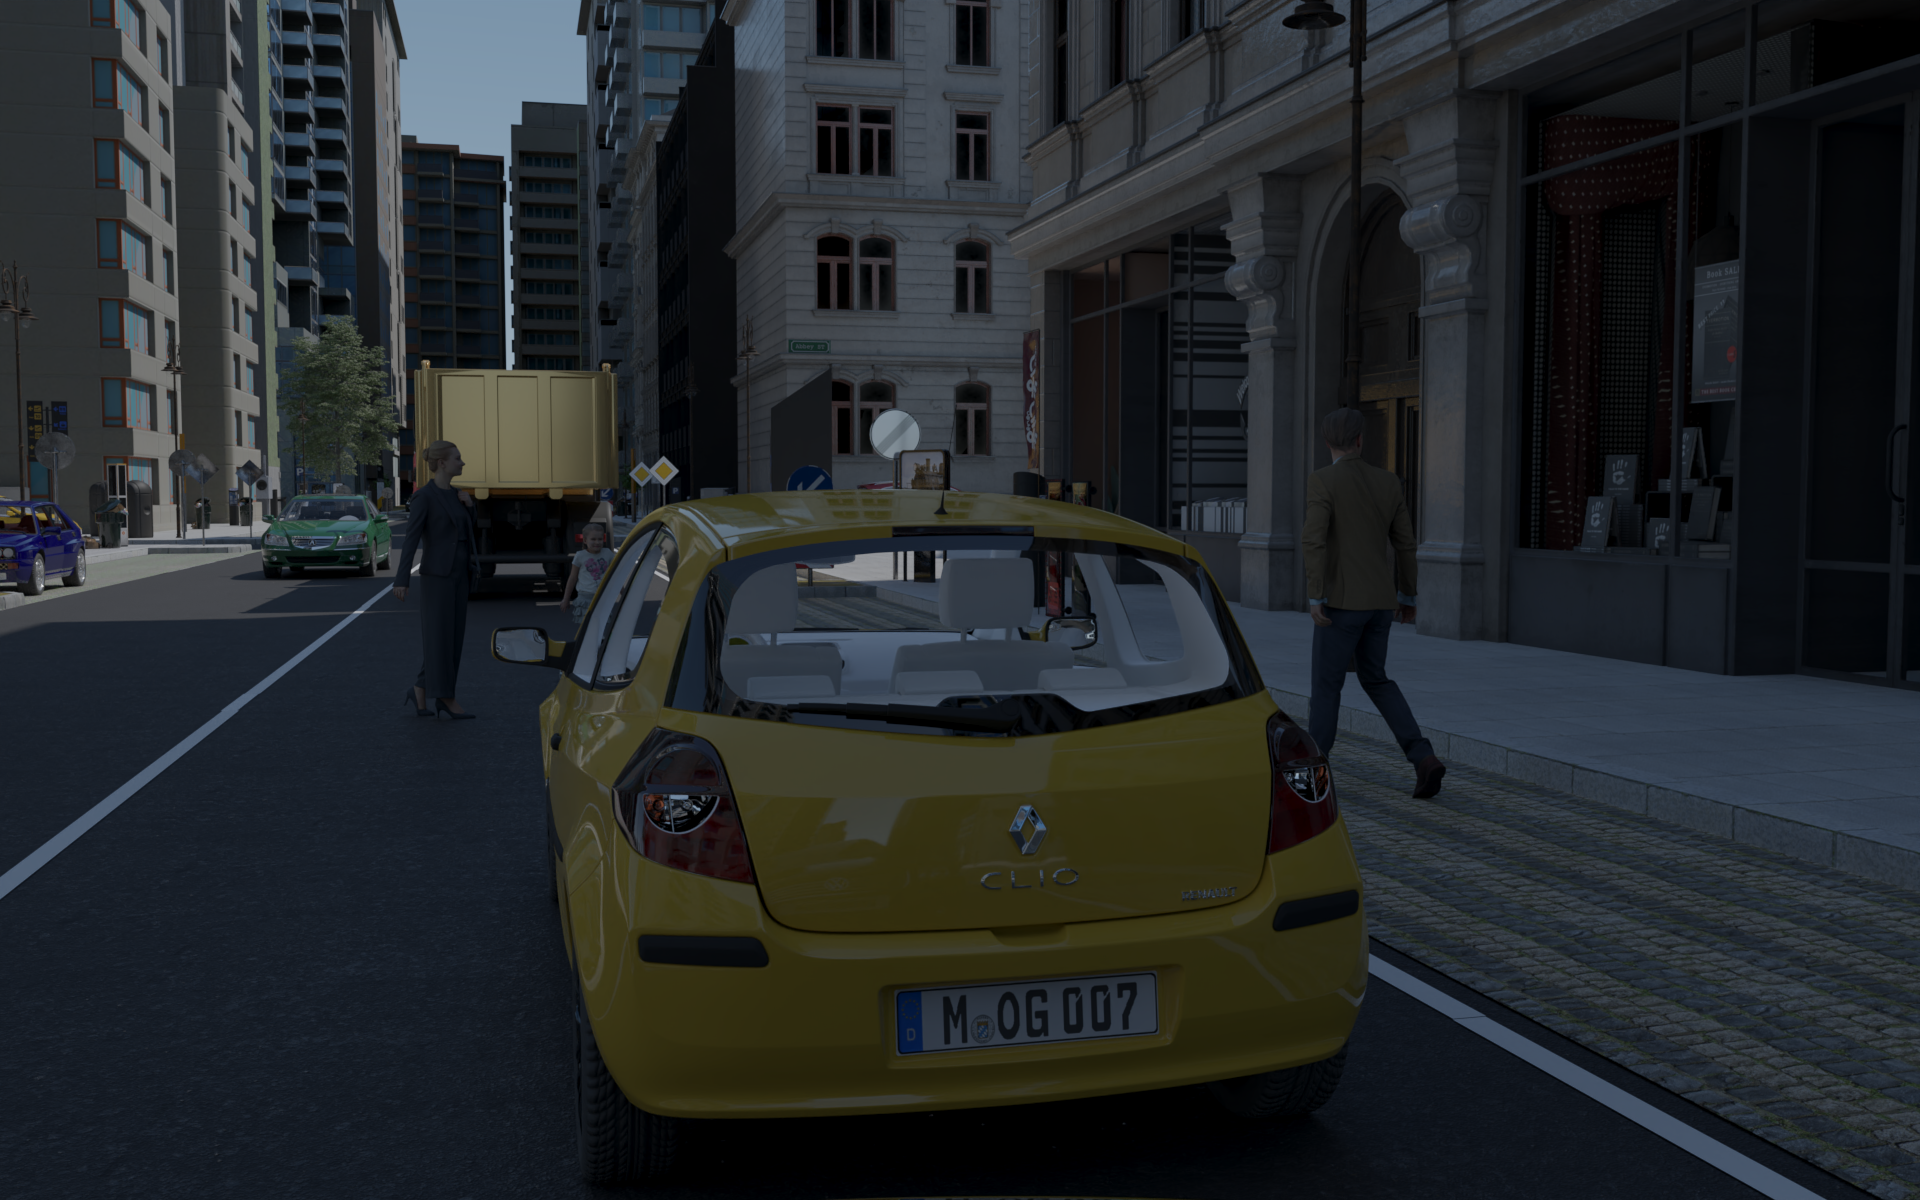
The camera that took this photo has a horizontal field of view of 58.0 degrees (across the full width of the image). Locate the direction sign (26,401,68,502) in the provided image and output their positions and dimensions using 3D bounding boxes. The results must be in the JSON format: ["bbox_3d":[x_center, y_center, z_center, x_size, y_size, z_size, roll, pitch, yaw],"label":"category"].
[{"bbox_3d":[-22.189,-3.070,42.191,0.876,3.537,0.379,-2,4,-25],"label":"direction sign"}]

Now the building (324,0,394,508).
[{"bbox_3d":[-59.491,-31.009,157.100,14.600,45.320,14.200,-1,4,-14],"label":"building"}]

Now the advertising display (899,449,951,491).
[{"bbox_3d":[-0.513,-1.216,25.095,0.123,1.923,0.974,-3,5,-44],"label":"advertising display"}]

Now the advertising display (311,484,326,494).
[{"bbox_3d":[-42.103,-6.636,113.716,0.123,1.923,0.974,3,4,37],"label":"advertising display"}]

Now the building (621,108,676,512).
[{"bbox_3d":[-15.014,-20.138,116.650,14.401,28.519,23.554,-1,4,-14],"label":"building"}]

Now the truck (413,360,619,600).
[{"bbox_3d":[-6.928,-1.908,27.115,3.469,3.379,9.791,-1,4,-14],"label":"truck"}]

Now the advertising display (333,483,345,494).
[{"bbox_3d":[-35.485,-5.734,98.961,0.974,1.923,0.123,2,4,35],"label":"advertising display"}]

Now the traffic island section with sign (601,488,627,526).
[{"bbox_3d":[-15.907,-4.188,77.101,1.989,1.847,2.006,-1,4,-14],"label":"traffic island section with sign"}]

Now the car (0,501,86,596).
[{"bbox_3d":[-14.046,-0.775,25.251,1.945,1.354,3.894,-1,4,-15],"label":"car"}]

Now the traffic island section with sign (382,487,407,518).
[{"bbox_3d":[-33.687,-5.716,102.089,1.989,1.847,2.006,-1,4,-14],"label":"traffic island section with sign"}]

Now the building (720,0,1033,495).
[{"bbox_3d":[3.605,-16.887,63.491,23.554,28.519,14.401,-1,4,-14],"label":"building"}]

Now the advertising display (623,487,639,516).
[{"bbox_3d":[-19.647,-6.003,103.365,0.974,1.923,0.123,1,4,19],"label":"advertising display"}]

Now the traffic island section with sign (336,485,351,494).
[{"bbox_3d":[-26.810,-4.088,75.461,1.989,1.847,2.006,-1,4,-14],"label":"traffic island section with sign"}]

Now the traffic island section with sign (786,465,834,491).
[{"bbox_3d":[-2.351,-0.978,24.613,1.989,1.847,2.006,-1,4,-14],"label":"traffic island section with sign"}]

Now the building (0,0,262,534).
[{"bbox_3d":[-43.377,-13.473,65.315,27.650,21.520,28.899,-1,4,-14],"label":"building"}]

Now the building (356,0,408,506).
[{"bbox_3d":[-71.356,-35.971,177.358,27.495,52.752,28.713,-1,4,-14],"label":"building"}]

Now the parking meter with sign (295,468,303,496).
[{"bbox_3d":[-43.288,-7.182,113.681,0.543,3.016,1.738,-1,4,-21],"label":"parking meter with sign"}]

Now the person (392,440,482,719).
[{"bbox_3d":[-3.350,-0.130,11.050,0.534,1.772,0.576,0,4,-2],"label":"person"}]

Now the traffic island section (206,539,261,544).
[{"bbox_3d":[-20.680,-1.724,50.472,2.009,0.180,2.903,-1,4,-14],"label":"traffic island section"}]

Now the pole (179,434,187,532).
[{"bbox_3d":[-26.251,-3.955,58.513,0.158,3.312,0.155,0,3,0],"label":"pole"}]

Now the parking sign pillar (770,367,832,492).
[{"bbox_3d":[-3.395,-2.968,36.994,1.447,3.967,1.447,-1,4,-10],"label":"parking sign pillar"}]

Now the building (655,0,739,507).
[{"bbox_3d":[-7.021,-15.275,79.419,12.332,23.373,15.834,-1,4,-14],"label":"building"}]

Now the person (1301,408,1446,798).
[{"bbox_3d":[1.895,0.016,8.146,0.836,1.842,0.656,2,4,31],"label":"person"}]

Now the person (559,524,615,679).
[{"bbox_3d":[-2.751,0.028,13.063,0.505,1.210,0.382,-3,4,-36],"label":"person"}]

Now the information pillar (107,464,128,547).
[{"bbox_3d":[-20.450,-2.297,42.049,0.304,2.012,0.304,1,4,16],"label":"information pillar"}]

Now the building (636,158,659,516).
[{"bbox_3d":[-12.272,-15.093,95.929,9.793,20.994,18.267,-1,4,-14],"label":"building"}]

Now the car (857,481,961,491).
[{"bbox_3d":[-0.814,-2.540,50.208,5.304,1.827,2.281,-1,4,-16],"label":"car"}]

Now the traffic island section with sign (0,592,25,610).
[{"bbox_3d":[-12.899,-0.792,21.582,1.989,1.847,2.006,-1,4,-14],"label":"traffic island section with sign"}]

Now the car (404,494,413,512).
[{"bbox_3d":[-42.993,-7.801,137.334,2.009,1.686,4.222,-1,4,-14],"label":"car"}]

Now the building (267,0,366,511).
[{"bbox_3d":[-57.815,-50.172,132.978,22.319,86.520,31.000,-1,4,-14],"label":"building"}]

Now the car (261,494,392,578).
[{"bbox_3d":[-11.377,-1.193,31.302,2.131,1.459,4.920,-1,4,-13],"label":"car"}]

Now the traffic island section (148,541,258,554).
[{"bbox_3d":[-18.682,-1.251,42.740,2.009,0.180,2.903,-1,4,-14],"label":"traffic island section"}]

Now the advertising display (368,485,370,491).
[{"bbox_3d":[-41.505,-7.123,121.676,0.123,1.923,0.974,-1,4,-17],"label":"advertising display"}]

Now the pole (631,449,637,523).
[{"bbox_3d":[-14.638,-5.128,77.685,0.158,3.312,0.155,0,3,0],"label":"pole"}]

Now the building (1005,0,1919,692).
[{"bbox_3d":[5.628,-10.756,26.770,10.553,20.767,40.483,-1,4,-14],"label":"building"}]

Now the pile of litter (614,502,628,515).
[{"bbox_3d":[-20.622,-5.564,104.930,1.719,0.858,1.176,1,4,18],"label":"pile of litter"}]

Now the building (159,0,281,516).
[{"bbox_3d":[-46.047,-25.156,94.895,14.154,41.232,14.086,-1,4,-14],"label":"building"}]

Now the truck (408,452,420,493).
[{"bbox_3d":[-29.686,-6.719,98.763,2.839,4.237,11.283,-1,4,-14],"label":"truck"}]

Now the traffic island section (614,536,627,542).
[{"bbox_3d":[-9.745,-1.896,53.282,2.009,0.180,2.903,-1,4,-14],"label":"traffic island section"}]

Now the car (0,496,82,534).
[{"bbox_3d":[-24.512,-2.062,43.940,3.980,1.641,2.015,-1,4,-15],"label":"car"}]

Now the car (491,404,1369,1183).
[{"bbox_3d":[-0.359,0.309,5.176,2.015,1.641,3.980,-1,4,-15],"label":"car"}]

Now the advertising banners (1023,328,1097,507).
[{"bbox_3d":[0.995,-1.326,17.874,0.090,3.025,2.074,-1,4,-17],"label":"advertising banners"}]

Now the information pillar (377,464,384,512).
[{"bbox_3d":[-41.056,-8.032,122.676,0.504,3.616,0.183,-3,5,-44],"label":"information pillar"}]
